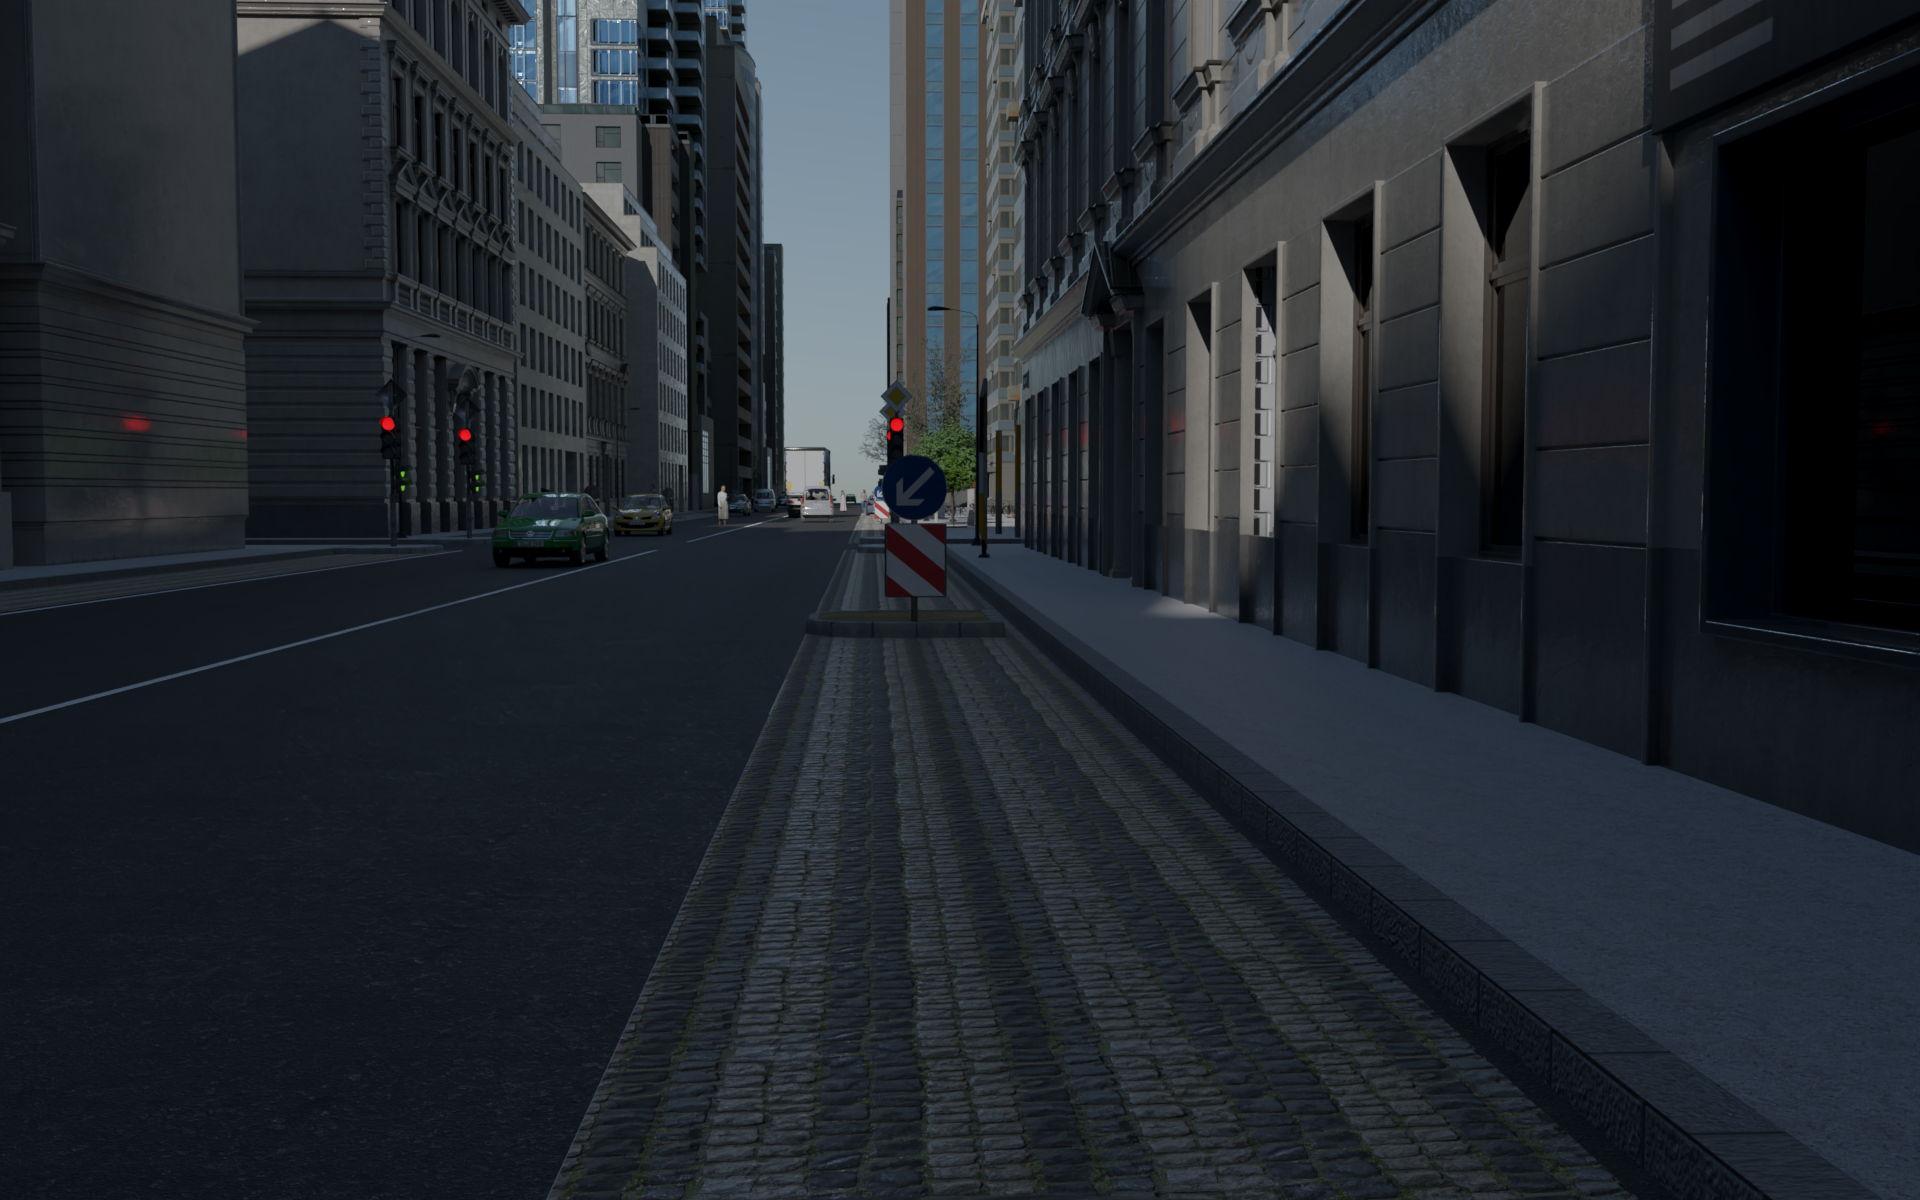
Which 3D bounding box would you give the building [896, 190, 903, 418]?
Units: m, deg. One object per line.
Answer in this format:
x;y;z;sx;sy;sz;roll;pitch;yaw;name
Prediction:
0.817;-24.185;167.118;14.160;30.474;14.107;0;4;-3;building

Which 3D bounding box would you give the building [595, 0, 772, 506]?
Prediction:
-38.361;-57.354;250.411;22.319;86.520;31.000;0;4;-3;building

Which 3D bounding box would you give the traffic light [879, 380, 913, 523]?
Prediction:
-1.585;-3.300;42.873;0.839;4.253;0.868;0;4;-3;traffic light

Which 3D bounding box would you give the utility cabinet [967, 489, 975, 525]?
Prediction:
0.560;-3.797;70.757;0.318;1.500;1.173;1;4;13;utility cabinet

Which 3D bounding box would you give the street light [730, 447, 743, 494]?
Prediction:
-21.843;-12.029;169.214;1.470;5.913;1.316;0;4;-3;street light

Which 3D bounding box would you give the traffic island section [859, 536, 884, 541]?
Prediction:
-1.953;-1.754;50.964;2.009;0.180;2.903;0;4;-3;traffic island section

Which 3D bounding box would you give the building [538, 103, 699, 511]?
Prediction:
-27.751;-22.021;131.740;14.160;30.474;14.107;0;4;-3;building

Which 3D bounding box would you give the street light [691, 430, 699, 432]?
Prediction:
-19.730;-9.415;126.474;1.470;5.913;1.316;0;4;-3;street light

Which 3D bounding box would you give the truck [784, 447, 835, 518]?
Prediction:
-9.445;-7.337;108.865;2.839;4.237;11.283;0;4;-2;truck

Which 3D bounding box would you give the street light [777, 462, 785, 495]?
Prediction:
-26.070;-17.136;252.712;1.470;5.913;1.316;0;4;-3;street light

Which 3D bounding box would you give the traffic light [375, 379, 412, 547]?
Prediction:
-13.829;-3.261;42.232;0.839;4.253;0.868;0;4;-3;traffic light

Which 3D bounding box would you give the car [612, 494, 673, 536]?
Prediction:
-11.025;-3.065;60.330;2.015;1.641;3.980;0;4;-4;car

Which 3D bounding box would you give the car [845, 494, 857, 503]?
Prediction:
-17.015;-15.921;269.101;1.959;1.807;4.718;0;4;-4;car

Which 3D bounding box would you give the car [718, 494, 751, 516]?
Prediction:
-14.669;-6.189;112.991;2.131;1.459;4.920;0;4;-2;car

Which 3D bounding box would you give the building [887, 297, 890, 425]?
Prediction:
-3.706;-29.497;253.974;14.160;30.474;14.107;0;4;-3;building

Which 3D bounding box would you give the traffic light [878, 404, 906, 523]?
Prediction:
-1.993;-3.788;50.848;0.839;4.253;0.868;0;4;-3;traffic light

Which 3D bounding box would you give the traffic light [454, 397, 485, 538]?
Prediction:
-14.238;-3.748;50.207;0.839;4.253;0.868;0;4;-3;traffic light

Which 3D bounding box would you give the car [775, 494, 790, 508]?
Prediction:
-18.039;-10.110;177.095;2.131;1.459;4.920;0;4;-3;car

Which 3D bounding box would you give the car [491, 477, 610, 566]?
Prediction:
-8.403;-1.649;35.751;1.959;1.807;4.718;0;4;-2;car

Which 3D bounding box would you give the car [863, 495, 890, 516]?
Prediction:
-5.014;-5.872;108.013;2.014;1.417;4.499;0;4;-3;car

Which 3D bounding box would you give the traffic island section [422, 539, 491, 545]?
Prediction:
-14.278;-1.716;50.339;2.009;0.180;2.903;0;4;-3;traffic island section

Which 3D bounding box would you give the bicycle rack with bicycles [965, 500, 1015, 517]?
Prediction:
2.335;-5.264;99.443;2.852;0.926;2.925;-1;4;-23;bicycle rack with bicycles

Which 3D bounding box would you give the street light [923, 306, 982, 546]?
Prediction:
-0.106;-4.305;42.935;1.470;5.913;1.316;0;4;-3;street light

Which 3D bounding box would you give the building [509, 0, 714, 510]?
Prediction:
-32.770;-51.354;152.314;22.319;86.520;31.000;0;4;-3;building

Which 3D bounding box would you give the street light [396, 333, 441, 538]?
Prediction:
-15.716;-4.750;50.204;1.470;5.913;1.316;0;4;-3;street light

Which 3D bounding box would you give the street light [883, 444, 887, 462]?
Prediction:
-6.068;-11.429;159.404;1.470;5.913;1.316;0;4;-3;street light

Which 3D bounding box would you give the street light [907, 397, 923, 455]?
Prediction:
-2.133;-6.699;82.066;1.470;5.913;1.316;0;4;-3;street light

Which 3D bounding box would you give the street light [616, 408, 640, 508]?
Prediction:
-17.868;-7.373;93.086;1.470;5.913;1.316;0;4;-3;street light

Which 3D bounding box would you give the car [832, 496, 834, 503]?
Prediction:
-20.588;-15.943;270.254;1.945;1.707;3.694;0;4;-3;car

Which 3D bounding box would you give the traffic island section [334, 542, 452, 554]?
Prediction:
-13.870;-1.228;42.364;2.009;0.180;2.903;0;4;-3;traffic island section

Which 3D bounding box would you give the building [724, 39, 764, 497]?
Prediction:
-36.704;-41.570;221.660;21.231;58.520;28.212;0;4;-3;building

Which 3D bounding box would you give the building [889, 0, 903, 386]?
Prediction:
2.911;-39.483;187.541;21.231;58.520;28.212;0;4;-3;building

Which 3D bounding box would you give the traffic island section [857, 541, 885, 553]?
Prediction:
-1.544;-1.267;42.989;2.009;0.180;2.903;0;4;-3;traffic island section

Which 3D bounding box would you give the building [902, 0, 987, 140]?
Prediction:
2.472;-29.844;138.067;14.600;45.320;14.200;0;4;-3;building

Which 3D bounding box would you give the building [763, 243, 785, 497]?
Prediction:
-35.265;-36.145;274.570;14.154;41.232;14.086;0;4;-3;building

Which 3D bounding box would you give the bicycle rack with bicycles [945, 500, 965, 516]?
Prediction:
-0.812;-5.339;100.666;2.925;0.926;2.852;-1;4;-11;bicycle rack with bicycles

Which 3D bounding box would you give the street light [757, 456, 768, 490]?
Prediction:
-23.916;-14.494;209.514;1.470;5.913;1.316;0;4;-3;street light
